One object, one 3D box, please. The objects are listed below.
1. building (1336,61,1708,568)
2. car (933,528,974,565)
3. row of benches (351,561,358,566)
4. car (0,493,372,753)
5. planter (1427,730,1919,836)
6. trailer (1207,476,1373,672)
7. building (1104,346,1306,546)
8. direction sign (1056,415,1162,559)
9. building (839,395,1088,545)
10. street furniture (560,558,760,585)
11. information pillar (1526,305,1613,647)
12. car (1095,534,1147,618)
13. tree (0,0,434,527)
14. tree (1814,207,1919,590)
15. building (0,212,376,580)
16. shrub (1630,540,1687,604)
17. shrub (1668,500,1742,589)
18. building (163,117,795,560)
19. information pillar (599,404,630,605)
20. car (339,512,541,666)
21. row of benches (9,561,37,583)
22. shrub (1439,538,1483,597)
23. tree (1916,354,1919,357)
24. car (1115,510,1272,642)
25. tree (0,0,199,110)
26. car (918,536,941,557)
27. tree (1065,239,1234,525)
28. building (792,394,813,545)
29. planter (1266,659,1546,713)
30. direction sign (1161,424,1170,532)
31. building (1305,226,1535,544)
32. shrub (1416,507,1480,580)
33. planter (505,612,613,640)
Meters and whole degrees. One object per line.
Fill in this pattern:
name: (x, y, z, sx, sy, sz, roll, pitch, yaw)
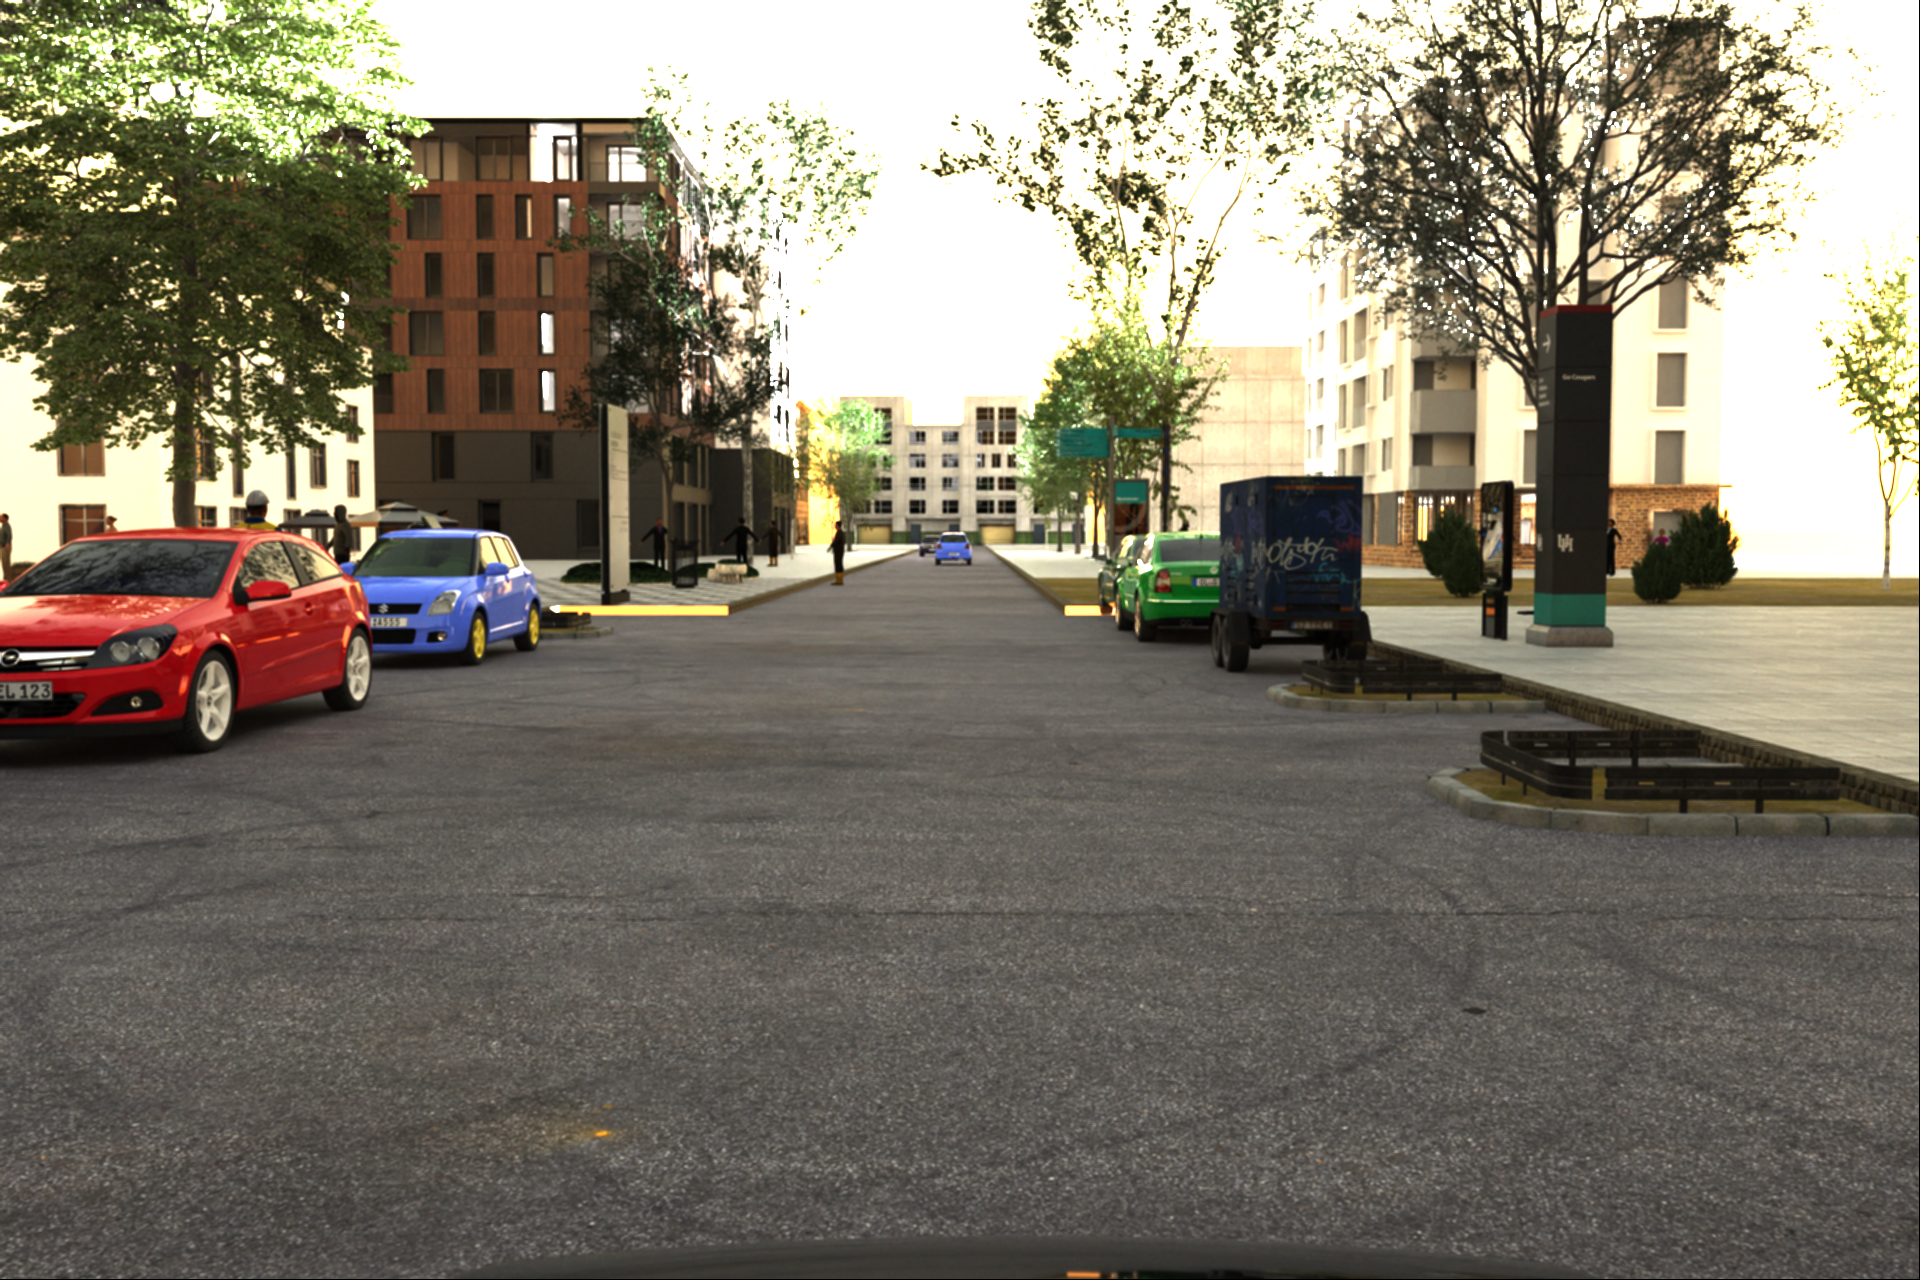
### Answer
building: (21.955, -13.417, 75.793, 16.016, 20.090, 11.380, 0, 4, 1)
car: (-0.294, -4.385, 81.289, 1.945, 1.707, 3.694, 0, 4, 0)
row of benches: (-15.305, -1.510, 40.152, 4.104, 0.672, 1.422, 1, 4, 12)
car: (-5.779, -0.222, 12.663, 2.155, 1.783, 4.494, 0, 3, 0)
planter: (3.582, 0.729, 9.215, 1.991, 0.319, 1.994, 0, 4, 1)
trailer: (3.454, -0.734, 19.053, 1.471, 1.999, 3.904, 0, 4, -1)
building: (23.831, -18.637, 171.178, 16.747, 18.905, 31.486, 0, 4, 1)
direction sign: (3.414, -3.036, 38.397, 2.525, 3.948, 1.411, 0, 4, 0)
building: (0.919, -21.901, 226.992, 31.486, 18.905, 16.747, 0, 4, 4)
street furniture: (-8.447, -2.003, 48.375, 5.734, 0.657, 10.072, 0, 4, -8)
information pillar: (7.039, -1.868, 19.917, 0.750, 3.857, 0.750, 0, 3, 0)
car: (3.442, -1.097, 29.739, 2.131, 1.459, 4.920, 0, 4, -1)
tree: (-12.072, -6.666, 27.115, 7.486, 12.596, 7.792, 0, 3, 0)
tree: (21.185, -5.429, 39.131, 4.737, 8.622, 4.395, 0, 3, 0)
building: (-25.433, -7.164, 59.283, 9.099, 9.664, 28.070, 0, 3, 0)
shrub: (12.902, -1.277, 32.002, 1.383, 1.207, 1.383, 0, 3, 0)
shrub: (17.383, -2.226, 40.434, 1.661, 2.075, 1.752, 0, 3, 0)
building: (-25.212, -15.754, 101.560, 27.936, 21.610, 32.646, 0, 3, 0)
information pillar: (-6.382, -2.490, 32.029, 0.184, 3.620, 1.656, 0, 4, 1)
car: (-6.065, -0.637, 20.001, 1.945, 1.707, 3.694, 0, 4, 0)
row of benches: (-22.466, -1.456, 39.264, 4.104, 0.672, 1.422, -2, 4, -24)
shrub: (10.236, -1.470, 35.150, 1.383, 1.207, 1.383, 0, 3, 0)
tree: (26.884, -5.802, 45.218, 4.360, 8.622, 3.978, 0, 3, 0)
car: (3.230, -0.956, 24.431, 1.959, 1.807, 4.718, 0, 4, -1)
tree: (-11.319, -6.307, 13.493, 12.009, 13.543, 11.850, 0, 3, 0)
car: (-1.713, -6.039, 111.320, 1.945, 1.354, 3.894, 0, 4, 0)
tree: (4.430, -5.692, 43.427, 4.737, 8.622, 4.395, 0, 3, 0)
building: (-27.688, -22.702, 202.099, 19.493, 23.208, 18.063, 0, 3, 0)
planter: (3.685, 0.386, 14.832, 1.991, 0.319, 1.994, 0, 4, -1)
direction sign: (4.272, -2.696, 36.073, 0.379, 3.537, 0.876, 0, 4, -2)
building: (26.787, -15.350, 107.399, 16.016, 20.090, 11.380, 0, 4, 0)
shrub: (13.714, -2.724, 48.584, 1.661, 2.075, 1.752, 0, 3, 0)
planter: (-5.999, -0.205, 24.486, 1.991, 0.319, 1.994, 0, 4, 0)
